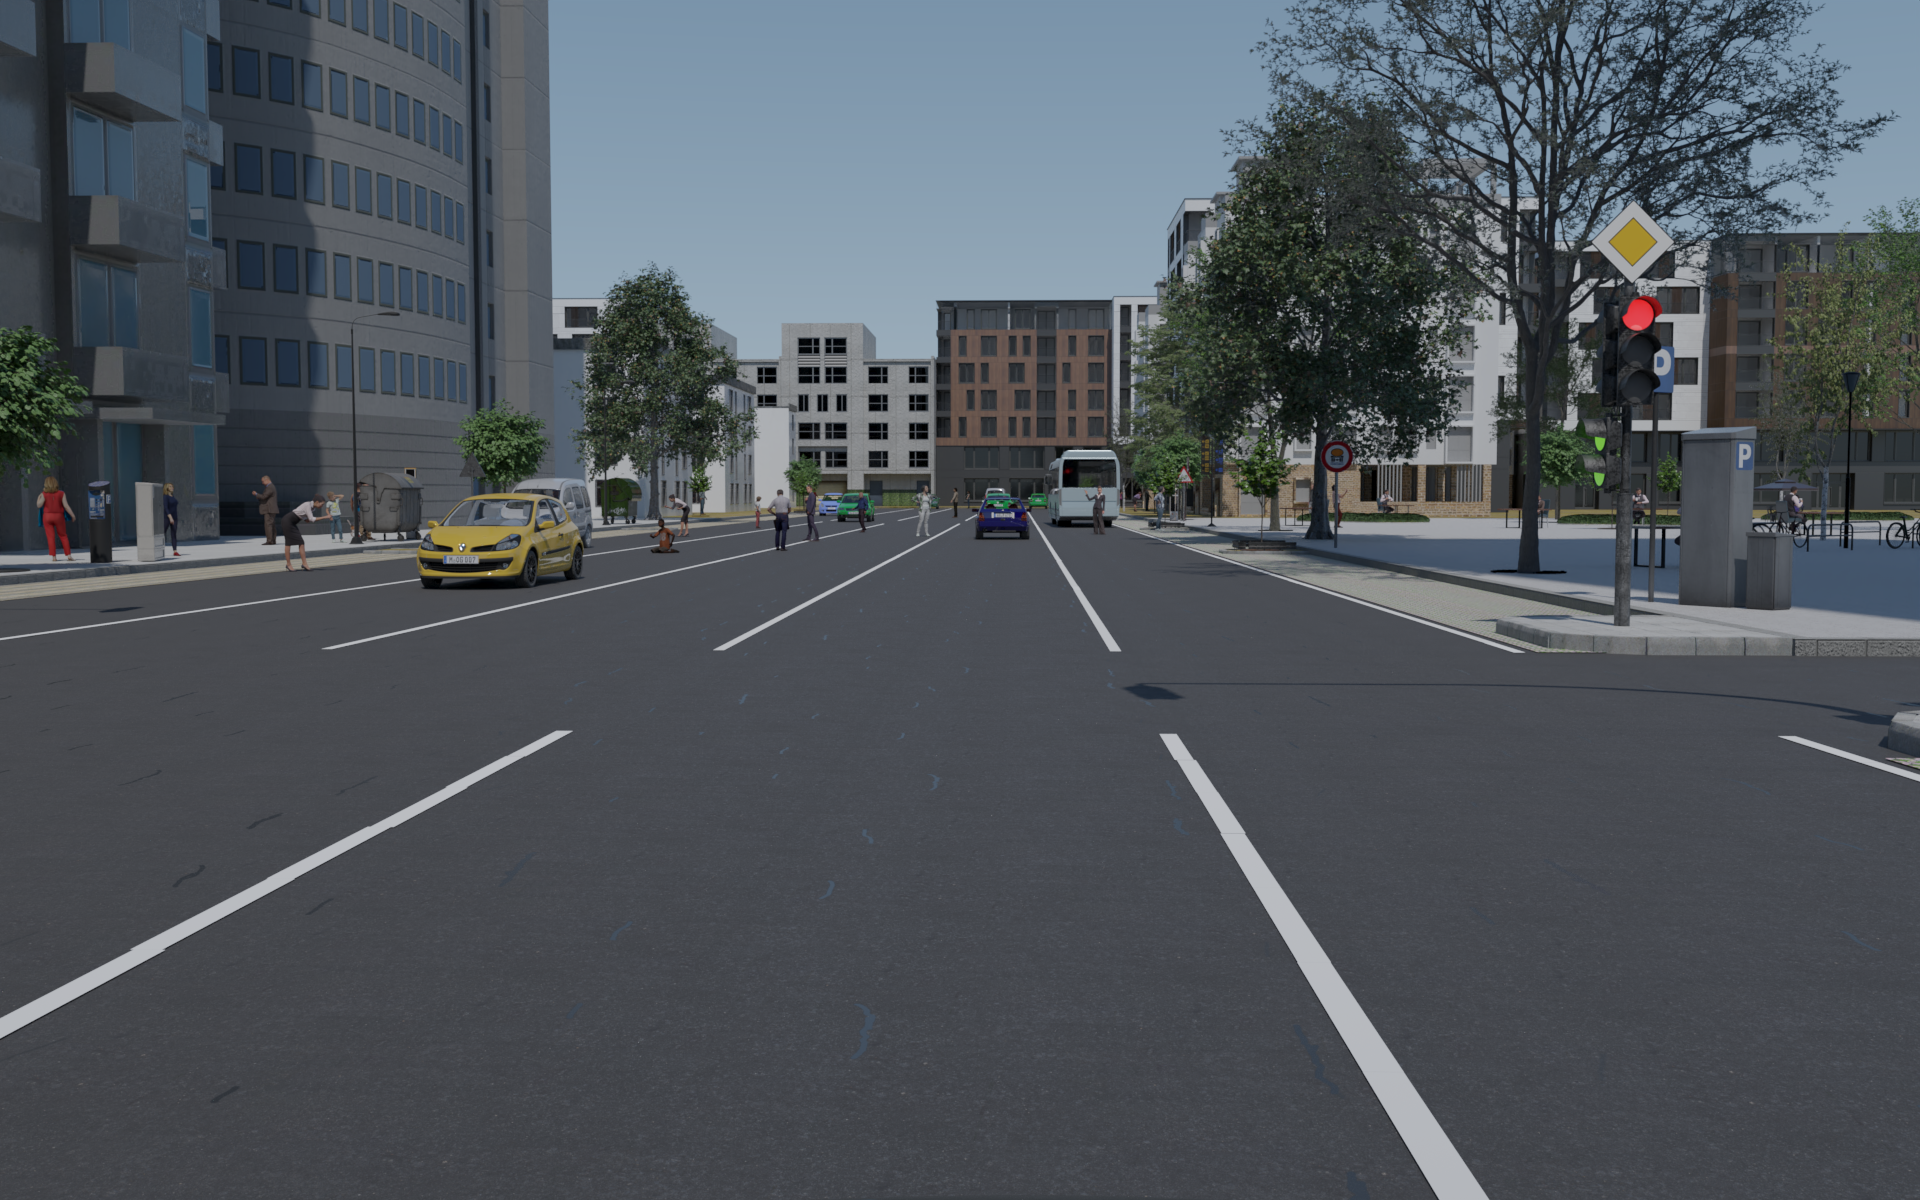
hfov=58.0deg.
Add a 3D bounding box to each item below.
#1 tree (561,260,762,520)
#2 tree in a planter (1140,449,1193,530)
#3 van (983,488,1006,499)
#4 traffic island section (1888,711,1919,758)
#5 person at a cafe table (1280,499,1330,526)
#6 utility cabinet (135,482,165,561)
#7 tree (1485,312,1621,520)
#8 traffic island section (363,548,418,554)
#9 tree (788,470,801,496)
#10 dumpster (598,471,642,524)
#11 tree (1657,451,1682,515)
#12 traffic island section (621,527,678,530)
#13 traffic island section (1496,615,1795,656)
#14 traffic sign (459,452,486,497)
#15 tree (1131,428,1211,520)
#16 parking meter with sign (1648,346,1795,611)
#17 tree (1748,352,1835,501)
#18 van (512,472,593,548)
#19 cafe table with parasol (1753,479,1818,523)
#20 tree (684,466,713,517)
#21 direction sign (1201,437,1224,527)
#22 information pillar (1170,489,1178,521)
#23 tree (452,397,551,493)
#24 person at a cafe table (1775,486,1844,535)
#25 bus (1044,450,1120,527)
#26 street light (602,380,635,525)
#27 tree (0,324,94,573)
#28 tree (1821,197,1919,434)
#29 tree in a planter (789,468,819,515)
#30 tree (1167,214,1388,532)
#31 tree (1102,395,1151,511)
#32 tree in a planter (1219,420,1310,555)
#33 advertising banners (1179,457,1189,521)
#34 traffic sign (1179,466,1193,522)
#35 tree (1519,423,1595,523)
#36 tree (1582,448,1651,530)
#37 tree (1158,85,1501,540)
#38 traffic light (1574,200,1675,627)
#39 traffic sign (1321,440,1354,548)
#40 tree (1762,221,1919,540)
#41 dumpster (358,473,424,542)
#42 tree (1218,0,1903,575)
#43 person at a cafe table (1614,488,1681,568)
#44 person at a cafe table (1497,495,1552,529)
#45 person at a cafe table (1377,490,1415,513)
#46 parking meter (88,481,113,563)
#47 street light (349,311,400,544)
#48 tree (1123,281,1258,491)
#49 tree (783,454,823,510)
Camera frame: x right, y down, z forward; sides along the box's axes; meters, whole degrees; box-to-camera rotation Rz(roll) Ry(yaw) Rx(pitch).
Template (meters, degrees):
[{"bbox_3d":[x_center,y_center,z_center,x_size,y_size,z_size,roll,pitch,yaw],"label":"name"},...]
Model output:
[{"bbox_3d":[-15.080,-10.303,85.458,9.611,12.733,9.660,0,3,0],"label":"tree"},{"bbox_3d":[8.151,-4.372,68.697,1.991,3.239,1.994,0,4,2],"label":"tree in a planter"},{"bbox_3d":[2.620,-7.185,124.491,2.013,2.044,4.112,0,4,4],"label":"van"},{"bbox_3d":[6.198,0.821,8.863,2.009,0.180,2.903,0,4,2],"label":"traffic island section"},{"bbox_3d":[14.013,-3.608,69.850,1.726,1.238,1.698,-1,4,-10],"label":"person at a cafe table"},{"bbox_3d":[-15.501,-1.499,33.192,0.318,1.500,1.173,-1,4,-16],"label":"utility cabinet"},{"bbox_3d":[29.571,-9.287,86.257,7.601,10.594,8.767,-1,4,-20],"label":"tree"},{"bbox_3d":[-13.190,-1.180,42.151,1.991,0.108,1.994,0,4,2],"label":"traffic island section"},{"bbox_3d":[-12.868,-8.760,137.827,1.663,3.219,1.824,0,3,0],"label":"tree"},{"bbox_3d":[-14.530,-4.371,73.966,1.502,2.255,1.985,0,4,2],"label":"dumpster"},{"bbox_3d":[31.624,-5.081,77.673,1.663,3.219,1.824,0,3,0],"label":"tree"},{"bbox_3d":[-12.315,-2.827,69.081,1.991,0.108,1.994,0,4,2],"label":"traffic island section"},{"bbox_3d":[6.458,0.333,16.844,2.009,0.180,2.903,0,4,2],"label":"traffic island section"},{"bbox_3d":[-15.157,-3.293,53.843,0.884,2.594,0.081,1,4,10],"label":"traffic sign"},{"bbox_3d":[10.840,-6.269,86.215,4.285,4.588,4.351,0,3,0],"label":"tree"},{"bbox_3d":[8.641,-1.438,19.766,0.543,3.016,1.738,-2,4,-32],"label":"parking meter with sign"},{"bbox_3d":[42.227,-8.447,88.470,4.360,8.622,3.978,0,3,0],"label":"tree"},{"bbox_3d":[-10.730,-2.296,44.554,2.013,2.044,4.112,0,4,4],"label":"van"},{"bbox_3d":[36.759,-4.423,77.183,2.610,1.966,2.610,3,5,42],"label":"cafe table with parasol"},{"bbox_3d":[-14.973,-6.384,98.977,1.663,3.219,1.824,0,3,0],"label":"tree"},{"bbox_3d":[9.929,-4.663,68.240,0.876,3.537,0.379,1,4,9],"label":"direction sign"},{"bbox_3d":[10.115,-4.732,81.858,0.304,2.012,0.304,2,4,31],"label":"information pillar"},{"bbox_3d":[-15.551,-4.589,58.737,4.285,4.588,4.351,0,3,0],"label":"tree"},{"bbox_3d":[26.067,-2.761,53.655,1.622,1.524,1.698,-1,4,-20],"label":"person at a cafe table"},{"bbox_3d":[5.540,-5.179,79.544,2.948,3.499,13.247,0,4,1],"label":"bus"},{"bbox_3d":[-13.989,-6.017,70.923,1.470,5.913,1.316,0,4,2],"label":"street light"},{"bbox_3d":[-16.082,-2.730,28.351,4.285,4.588,4.351,0,3,0],"label":"tree"},{"bbox_3d":[34.066,-8.208,59.959,9.928,11.665,9.643,0,3,0],"label":"tree"},{"bbox_3d":[-10.667,-7.459,119.170,1.991,3.239,1.994,0,4,2],"label":"tree in a planter"},{"bbox_3d":[11.024,-8.187,59.615,9.928,11.665,9.643,0,3,0],"label":"tree"},{"bbox_3d":[12.277,-10.887,128.362,4.360,8.622,3.978,0,3,0],"label":"tree"},{"bbox_3d":[7.272,-2.716,41.625,1.991,3.239,1.994,0,4,2],"label":"tree in a planter"},{"bbox_3d":[10.701,-5.283,82.561,0.090,3.025,2.074,0,4,-3],"label":"advertising banners"},{"bbox_3d":[10.404,-4.926,80.550,0.884,2.594,0.081,0,4,7],"label":"traffic sign"},{"bbox_3d":[26.788,-5.738,77.528,4.285,4.588,4.351,0,3,0],"label":"tree"},{"bbox_3d":[23.821,-4.186,63.045,1.663,3.219,1.824,0,3,0],"label":"tree"},{"bbox_3d":[10.231,-8.055,48.702,9.611,12.733,9.660,0,3,0],"label":"tree"},{"bbox_3d":[6.418,-1.701,16.732,0.839,4.253,0.868,0,4,2],"label":"traffic light"},{"bbox_3d":[8.955,-2.514,41.207,0.768,2.556,0.104,0,4,5],"label":"traffic sign"},{"bbox_3d":[24.136,-5.962,47.836,4.737,8.622,4.395,0,3,0],"label":"tree"},{"bbox_3d":[-15.555,-2.542,47.313,1.264,1.857,1.865,0,4,2],"label":"dumpster"},{"bbox_3d":[9.256,-7.165,27.522,12.009,13.543,11.850,0,3,0],"label":"tree"},{"bbox_3d":[12.652,-1.322,30.138,1.698,1.524,1.622,-1,4,-16],"label":"person at a cafe table"},{"bbox_3d":[21.434,-3.313,65.027,1.726,1.238,1.698,-2,4,-33],"label":"person at a cafe table"},{"bbox_3d":[22.327,-4.962,89.638,1.698,1.524,1.622,-3,4,-37],"label":"person at a cafe table"},{"bbox_3d":[-16.032,-1.461,32.293,0.372,1.533,0.369,0,3,0],"label":"parking meter"},{"bbox_3d":[-14.905,-4.378,44.120,1.470,5.913,1.316,0,4,2],"label":"street light"},{"bbox_3d":[12.391,-10.692,92.944,7.486,12.596,7.792,0,3,0],"label":"tree"},{"bbox_3d":[-12.765,-9.638,141.293,4.285,4.588,4.351,0,3,0],"label":"tree"}]
